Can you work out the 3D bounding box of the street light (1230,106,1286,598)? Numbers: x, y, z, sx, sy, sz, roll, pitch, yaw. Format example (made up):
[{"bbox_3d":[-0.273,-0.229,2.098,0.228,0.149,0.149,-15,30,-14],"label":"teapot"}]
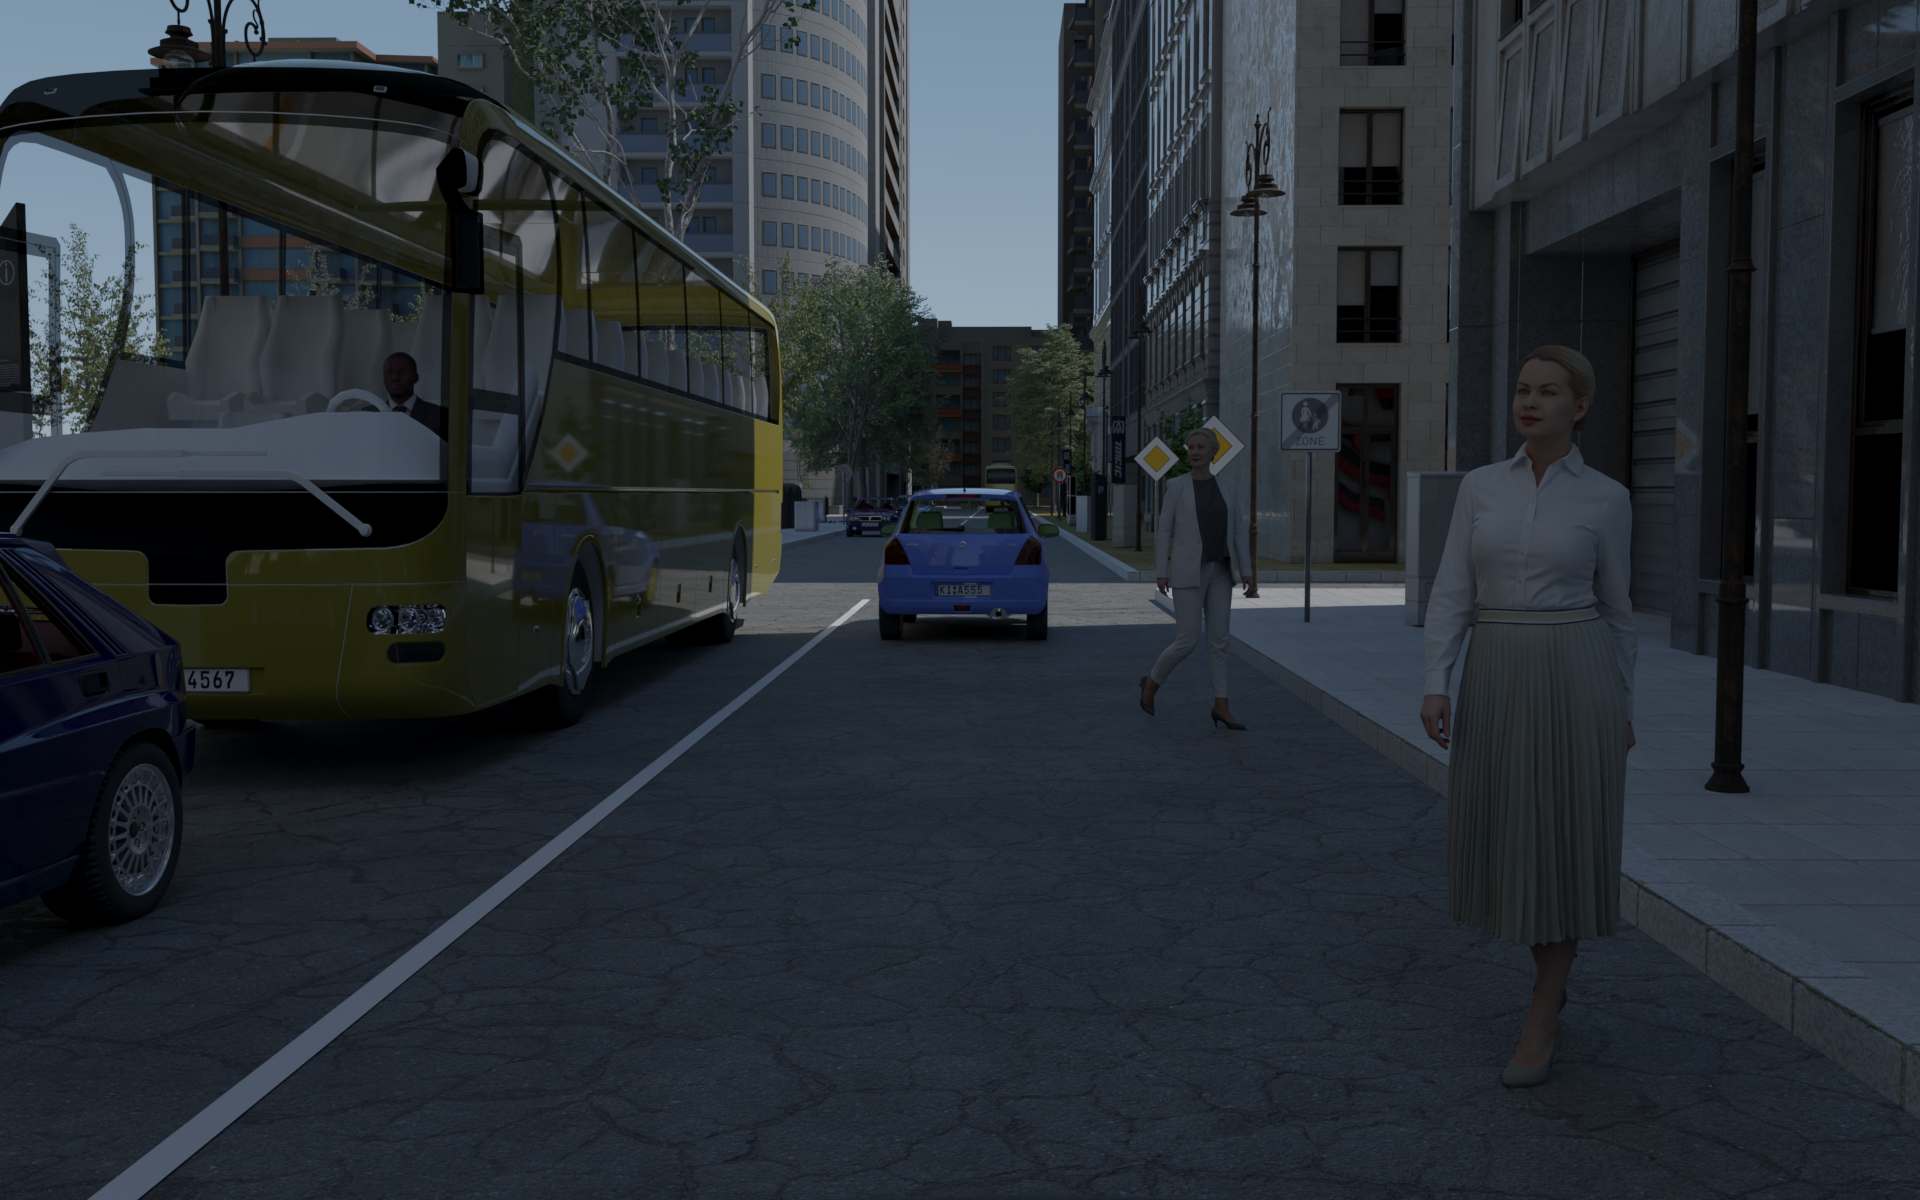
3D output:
[{"bbox_3d":[3.618,-2.962,21.221,0.468,5.910,1.993,0,4,1],"label":"street light"}]

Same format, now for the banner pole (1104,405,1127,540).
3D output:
[{"bbox_3d":[4.327,-3.597,48.836,0.863,3.779,0.401,-2,4,-24],"label":"banner pole"}]

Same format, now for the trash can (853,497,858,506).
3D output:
[{"bbox_3d":[-5.835,-5.234,97.230,0.748,1.137,0.748,0,3,0],"label":"trash can"}]

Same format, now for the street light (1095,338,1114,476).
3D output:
[{"bbox_3d":[4.281,-4.817,51.552,0.468,5.910,1.993,0,4,1],"label":"street light"}]

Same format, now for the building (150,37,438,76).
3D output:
[{"bbox_3d":[-61.943,-31.477,169.272,28.867,44.769,22.147,0,4,1],"label":"building"}]

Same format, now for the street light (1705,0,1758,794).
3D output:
[{"bbox_3d":[3.325,-2.112,7.327,0.468,5.910,1.993,0,4,1],"label":"street light"}]

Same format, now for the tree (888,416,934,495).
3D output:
[{"bbox_3d":[-3.914,-11.021,130.555,4.737,8.622,4.395,0,3,0],"label":"tree"}]

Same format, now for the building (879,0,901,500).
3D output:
[{"bbox_3d":[-16.207,-31.812,143.821,21.300,48.544,21.600,0,4,1],"label":"building"}]

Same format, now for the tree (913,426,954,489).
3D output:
[{"bbox_3d":[-2.636,-13.915,177.869,4.360,8.622,3.978,0,3,0],"label":"tree"}]

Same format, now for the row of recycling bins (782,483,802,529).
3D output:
[{"bbox_3d":[-6.611,-3.547,65.103,1.069,1.692,3.534,0,4,7],"label":"row of recycling bins"}]

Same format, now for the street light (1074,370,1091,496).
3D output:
[{"bbox_3d":[4.645,-5.617,64.625,0.468,5.910,1.993,0,4,1],"label":"street light"}]

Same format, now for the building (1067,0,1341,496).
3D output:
[{"bbox_3d":[19.667,-29.386,135.081,22.147,44.769,28.867,0,4,1],"label":"building"}]

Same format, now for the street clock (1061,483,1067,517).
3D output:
[{"bbox_3d":[5.934,-5.739,98.403,0.358,2.002,0.471,-1,4,-14],"label":"street clock"}]

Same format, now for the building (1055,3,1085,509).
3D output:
[{"bbox_3d":[15.970,-30.981,156.647,14.600,45.320,14.200,0,4,1],"label":"building"}]

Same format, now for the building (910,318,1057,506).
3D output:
[{"bbox_3d":[-2.795,-22.007,204.856,28.899,21.520,27.650,0,4,1],"label":"building"}]

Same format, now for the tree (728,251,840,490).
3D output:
[{"bbox_3d":[-5.802,-6.209,51.881,4.737,8.622,4.395,0,3,0],"label":"tree"}]

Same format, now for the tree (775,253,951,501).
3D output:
[{"bbox_3d":[-5.227,-11.235,90.351,9.857,13.997,8.962,0,3,0],"label":"tree"}]

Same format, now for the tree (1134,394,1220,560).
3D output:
[{"bbox_3d":[4.509,-2.393,33.725,1.663,3.219,1.824,0,3,0],"label":"tree"}]

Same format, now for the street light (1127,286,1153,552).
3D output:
[{"bbox_3d":[3.993,-4.023,38.570,0.468,5.910,1.993,0,4,1],"label":"street light"}]

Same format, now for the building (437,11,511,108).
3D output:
[{"bbox_3d":[-36.718,-33.320,168.486,21.600,48.544,21.300,0,4,1],"label":"building"}]

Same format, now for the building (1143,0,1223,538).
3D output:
[{"bbox_3d":[10.930,-12.352,51.107,9.793,20.994,18.267,0,4,1],"label":"building"}]

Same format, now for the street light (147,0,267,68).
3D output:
[{"bbox_3d":[-6.262,-2.567,14.755,0.468,5.910,1.993,0,4,1],"label":"street light"}]

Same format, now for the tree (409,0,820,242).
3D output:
[{"bbox_3d":[-8.025,-11.214,39.245,12.611,20.169,13.585,0,3,0],"label":"tree"}]

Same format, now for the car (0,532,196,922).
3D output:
[{"bbox_3d":[-3.641,0.490,4.569,1.945,1.354,3.894,0,4,2],"label":"car"}]

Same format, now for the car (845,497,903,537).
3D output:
[{"bbox_3d":[-2.882,-2.842,59.044,1.945,1.354,3.894,0,4,3],"label":"car"}]

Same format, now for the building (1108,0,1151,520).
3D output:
[{"bbox_3d":[14.017,-17.066,72.532,14.314,27.812,24.014,0,4,1],"label":"building"}]

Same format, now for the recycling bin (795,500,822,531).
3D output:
[{"bbox_3d":[-5.284,-2.885,59.732,0.722,1.027,0.722,0,4,6],"label":"recycling bin"}]

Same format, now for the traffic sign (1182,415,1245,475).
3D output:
[{"bbox_3d":[3.210,-1.121,21.969,0.795,2.450,0.064,0,4,1],"label":"traffic sign"}]

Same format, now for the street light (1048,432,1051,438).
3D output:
[{"bbox_3d":[5.540,-8.048,104.375,0.468,5.910,1.993,0,4,1],"label":"street light"}]

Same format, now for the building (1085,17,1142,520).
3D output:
[{"bbox_3d":[14.048,-18.889,94.744,13.634,28.700,20.117,0,4,1],"label":"building"}]

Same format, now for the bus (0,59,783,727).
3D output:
[{"bbox_3d":[-3.455,-1.367,13.899,2.896,3.916,12.252,0,4,2],"label":"bus"}]

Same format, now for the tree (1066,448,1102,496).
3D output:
[{"bbox_3d":[5.108,-4.806,73.187,1.663,3.219,1.824,0,3,0],"label":"tree"}]

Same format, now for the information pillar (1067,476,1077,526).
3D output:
[{"bbox_3d":[4.487,-3.977,69.518,0.304,2.012,0.304,-1,4,-18],"label":"information pillar"}]

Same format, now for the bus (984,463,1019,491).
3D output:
[{"bbox_3d":[3.294,-8.952,137.913,2.896,3.916,12.252,0,4,2],"label":"bus"}]

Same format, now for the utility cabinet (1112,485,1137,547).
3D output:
[{"bbox_3d":[4.006,-2.026,41.805,0.318,1.500,1.173,2,4,25],"label":"utility cabinet"}]

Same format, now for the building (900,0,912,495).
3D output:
[{"bbox_3d":[-15.590,-44.664,168.510,20.611,71.187,20.563,0,4,1],"label":"building"}]

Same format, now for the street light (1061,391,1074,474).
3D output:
[{"bbox_3d":[4.941,-6.411,77.606,0.468,5.910,1.993,0,4,1],"label":"street light"}]

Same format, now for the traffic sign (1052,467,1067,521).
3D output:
[{"bbox_3d":[4.710,-4.994,81.756,0.768,2.556,0.104,0,4,5],"label":"traffic sign"}]

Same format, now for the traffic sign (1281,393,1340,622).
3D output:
[{"bbox_3d":[3.470,-0.925,17.250,0.606,2.300,0.079,0,4,3],"label":"traffic sign"}]

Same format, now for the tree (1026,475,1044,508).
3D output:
[{"bbox_3d":[7.239,-10.178,161.012,1.663,3.219,1.824,0,3,0],"label":"tree"}]

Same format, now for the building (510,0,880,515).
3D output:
[{"bbox_3d":[-16.983,-35.270,118.668,21.231,58.520,28.212,0,4,1],"label":"building"}]

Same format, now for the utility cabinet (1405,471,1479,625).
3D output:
[{"bbox_3d":[4.951,-0.500,16.849,1.173,1.500,0.318,-1,4,-11],"label":"utility cabinet"}]

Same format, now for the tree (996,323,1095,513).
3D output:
[{"bbox_3d":[6.276,-12.032,114.842,7.486,12.596,7.792,0,3,0],"label":"tree"}]

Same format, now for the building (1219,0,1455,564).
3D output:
[{"bbox_3d":[14.584,-11.098,36.208,16.860,20.320,10.420,0,4,1],"label":"building"}]

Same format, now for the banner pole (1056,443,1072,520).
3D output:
[{"bbox_3d":[5.178,-5.859,85.809,0.863,3.779,0.401,-1,4,-23],"label":"banner pole"}]

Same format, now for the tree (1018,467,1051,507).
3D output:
[{"bbox_3d":[7.510,-11.738,175.635,4.285,4.588,4.351,0,3,0],"label":"tree"}]

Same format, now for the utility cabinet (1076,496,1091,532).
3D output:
[{"bbox_3d":[4.234,-2.883,58.303,0.306,1.237,1.020,-1,4,-17],"label":"utility cabinet"}]

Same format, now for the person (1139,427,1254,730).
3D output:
[{"bbox_3d":[1.458,-0.145,10.754,0.514,1.842,0.818,-3,4,-37],"label":"person"}]

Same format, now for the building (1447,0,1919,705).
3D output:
[{"bbox_3d":[11.449,-11.708,9.452,12.078,24.808,19.932,0,4,1],"label":"building"}]

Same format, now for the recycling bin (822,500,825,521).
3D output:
[{"bbox_3d":[-6.455,-4.033,78.494,0.722,1.027,0.722,0,4,1],"label":"recycling bin"}]

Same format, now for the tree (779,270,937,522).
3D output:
[{"bbox_3d":[-4.877,-9.395,79.356,9.928,11.665,9.643,0,3,0],"label":"tree"}]

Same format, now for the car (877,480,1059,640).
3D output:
[{"bbox_3d":[0.087,-0.535,18.331,1.945,1.707,3.694,0,4,2],"label":"car"}]

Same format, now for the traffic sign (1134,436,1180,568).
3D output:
[{"bbox_3d":[3.392,-1.609,29.952,0.795,2.450,0.064,0,4,1],"label":"traffic sign"}]

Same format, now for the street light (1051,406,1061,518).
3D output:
[{"bbox_3d":[5.180,-7.224,90.893,0.468,5.910,1.993,0,4,1],"label":"street light"}]

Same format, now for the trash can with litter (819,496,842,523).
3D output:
[{"bbox_3d":[-6.057,-4.021,76.803,1.678,1.210,2.233,0,4,-4],"label":"trash can with litter"}]

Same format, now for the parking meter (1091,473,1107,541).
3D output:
[{"bbox_3d":[3.824,-2.569,47.713,0.399,1.863,0.255,-2,4,-28],"label":"parking meter"}]

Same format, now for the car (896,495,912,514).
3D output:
[{"bbox_3d":[-1.920,-3.607,70.969,2.014,1.417,4.499,0,4,2],"label":"car"}]

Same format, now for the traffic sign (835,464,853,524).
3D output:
[{"bbox_3d":[-4.908,-4.465,73.109,0.768,2.556,0.104,0,4,4],"label":"traffic sign"}]

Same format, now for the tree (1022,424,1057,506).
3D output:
[{"bbox_3d":[8.359,-14.217,182.810,4.737,8.622,4.395,0,3,0],"label":"tree"}]

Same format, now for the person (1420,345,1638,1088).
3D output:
[{"bbox_3d":[1.475,0.265,4.399,0.478,1.798,0.641,3,4,39],"label":"person"}]
